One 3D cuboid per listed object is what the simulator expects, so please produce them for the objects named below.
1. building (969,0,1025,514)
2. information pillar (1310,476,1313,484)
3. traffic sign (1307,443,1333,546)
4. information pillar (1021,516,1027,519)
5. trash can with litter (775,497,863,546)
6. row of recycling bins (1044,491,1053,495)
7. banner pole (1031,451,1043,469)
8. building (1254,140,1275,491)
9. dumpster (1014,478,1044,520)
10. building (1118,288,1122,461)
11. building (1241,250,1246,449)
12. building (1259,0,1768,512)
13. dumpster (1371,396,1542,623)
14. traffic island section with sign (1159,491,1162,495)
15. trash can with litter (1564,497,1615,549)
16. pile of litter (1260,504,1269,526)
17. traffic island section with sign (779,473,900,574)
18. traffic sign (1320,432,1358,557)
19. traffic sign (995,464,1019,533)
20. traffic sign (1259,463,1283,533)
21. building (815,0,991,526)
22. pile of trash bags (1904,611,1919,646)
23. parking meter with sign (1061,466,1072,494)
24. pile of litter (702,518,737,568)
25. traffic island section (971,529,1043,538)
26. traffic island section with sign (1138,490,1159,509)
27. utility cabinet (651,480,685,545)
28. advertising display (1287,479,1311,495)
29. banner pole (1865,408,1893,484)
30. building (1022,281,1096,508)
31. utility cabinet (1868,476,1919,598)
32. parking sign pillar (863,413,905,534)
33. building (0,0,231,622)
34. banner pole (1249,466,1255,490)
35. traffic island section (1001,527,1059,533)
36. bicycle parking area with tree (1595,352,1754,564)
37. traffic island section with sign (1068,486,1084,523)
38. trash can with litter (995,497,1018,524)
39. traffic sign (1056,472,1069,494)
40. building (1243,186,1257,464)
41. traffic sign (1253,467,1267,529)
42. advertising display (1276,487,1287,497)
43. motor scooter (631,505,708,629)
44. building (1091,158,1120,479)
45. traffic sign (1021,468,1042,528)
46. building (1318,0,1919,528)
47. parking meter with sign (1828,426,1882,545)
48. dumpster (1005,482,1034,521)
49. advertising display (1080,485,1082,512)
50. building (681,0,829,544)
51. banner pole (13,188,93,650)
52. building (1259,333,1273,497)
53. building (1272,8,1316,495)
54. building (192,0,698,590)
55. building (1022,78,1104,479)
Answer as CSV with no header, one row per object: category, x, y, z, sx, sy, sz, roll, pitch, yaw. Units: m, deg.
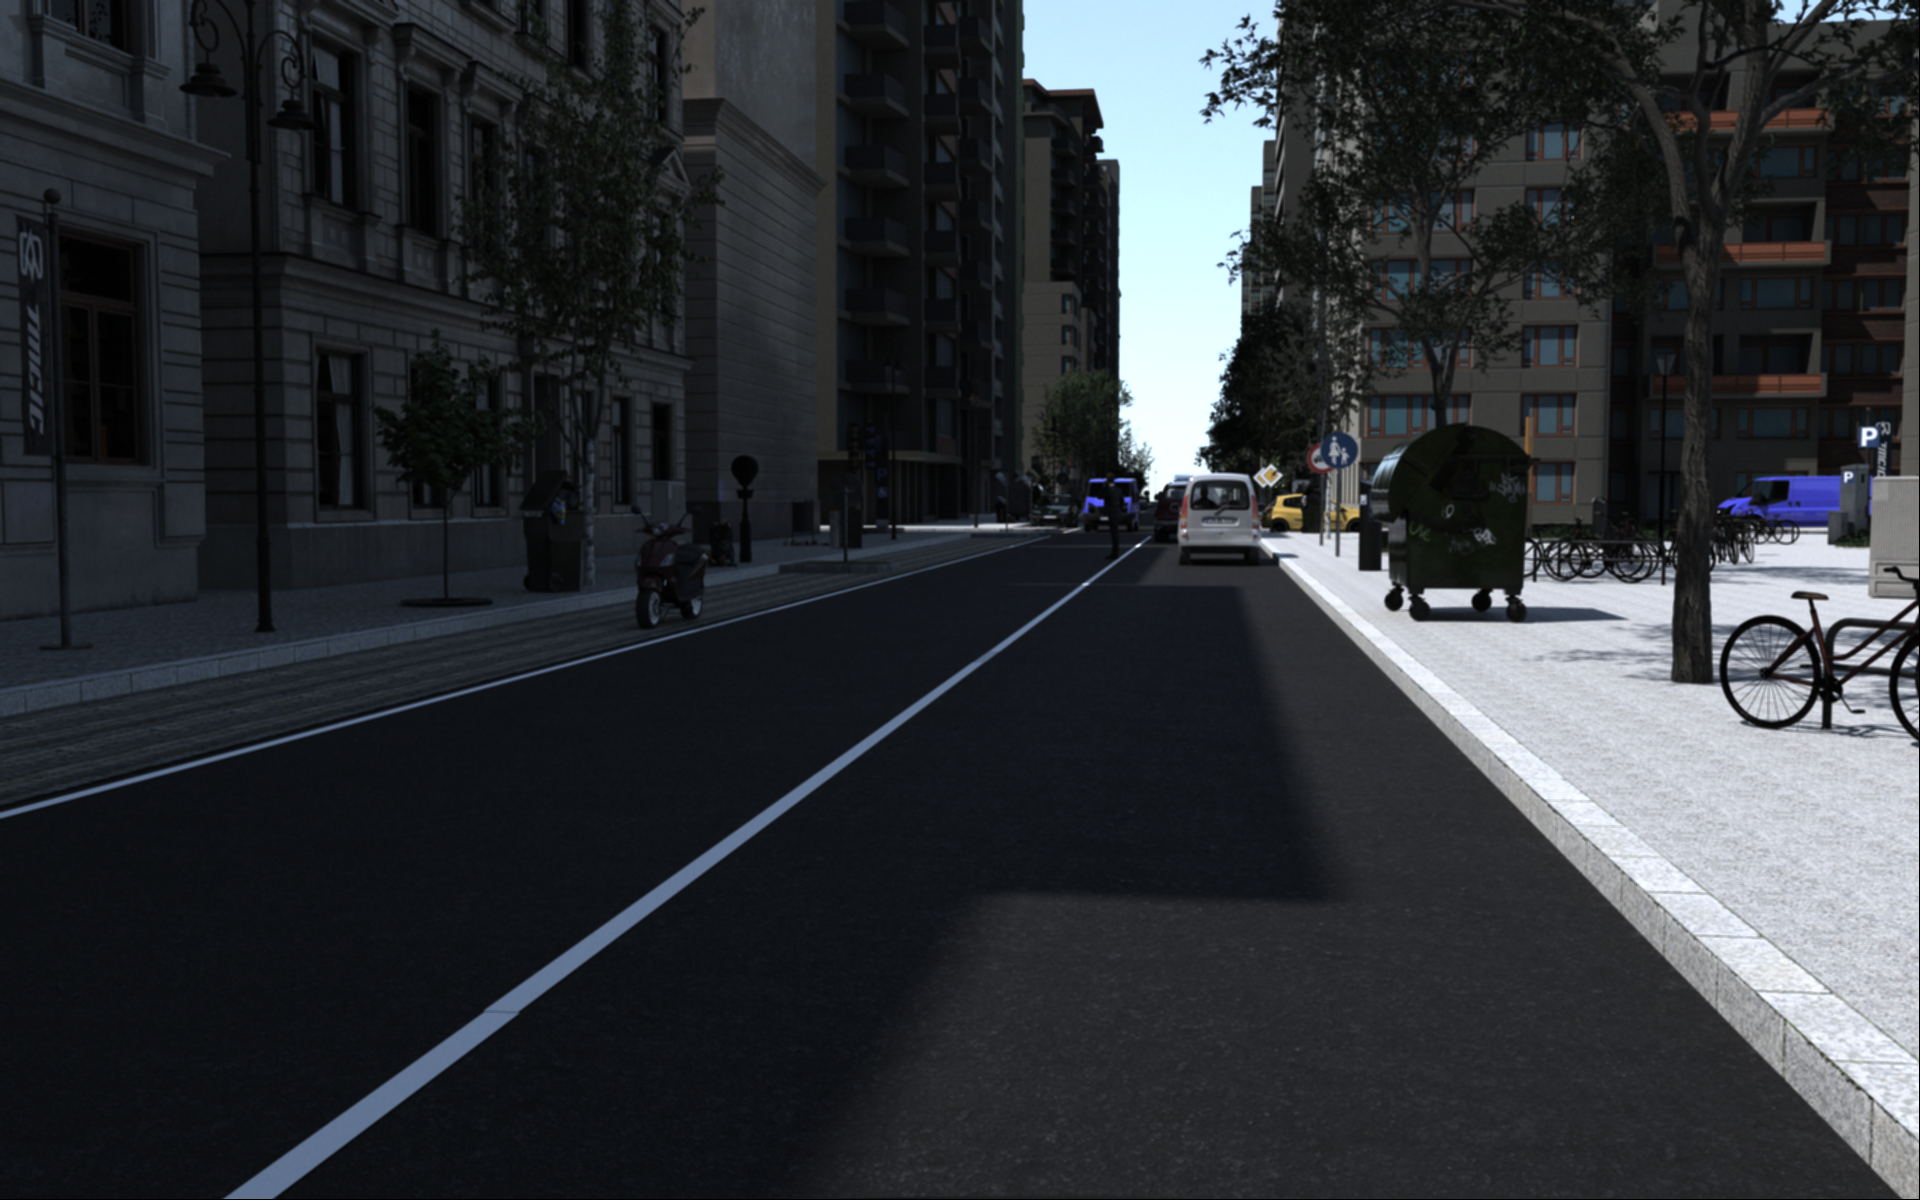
building,-3.529,-26.245,112.702,14.154,41.232,14.086,1,4,8
information pillar,17.440,-5.785,85.937,0.183,3.616,0.504,1,4,17
traffic sign,9.011,-2.629,43.097,0.768,2.556,0.104,1,4,9
information pillar,3.363,-5.288,90.954,0.304,2.012,0.304,1,4,14
trash can with litter,-3.527,-1.969,43.249,2.233,1.210,1.678,-1,4,-9
row of recycling bins,5.532,-7.798,134.607,3.534,1.692,1.069,1,4,18
banner pole,4.548,-6.774,100.766,0.863,3.779,0.401,0,4,8
building,42.140,-31.705,201.974,14.154,41.232,14.086,1,4,8
dumpster,3.266,-4.994,84.142,1.502,2.255,1.985,1,4,8
building,13.900,-36.490,288.490,32.217,40.220,23.993,1,4,8
building,53.695,-36.961,287.900,14.154,41.232,14.086,1,4,8
building,37.491,-26.206,120.345,32.217,40.220,23.993,1,4,8
dumpster,5.142,-0.953,18.079,1.502,2.255,1.985,1,4,8
traffic island section with sign,28.586,-14.529,246.178,1.989,1.847,2.006,1,4,8
trash can with litter,14.917,-1.847,41.251,2.233,1.210,1.678,-3,4,-38
pile of litter,12.494,-3.433,70.098,1.176,0.858,1.719,1,4,14
traffic island section with sign,-2.161,-1.428,31.983,1.989,1.847,2.006,1,4,8
traffic sign,7.742,-2.160,35.429,0.768,2.556,0.104,1,4,18
traffic sign,1.562,-3.302,57.628,0.795,2.450,0.064,1,4,8
traffic sign,10.116,-3.226,56.384,0.795,2.450,0.064,1,4,8
building,-10.219,-26.221,83.344,22.147,44.769,28.867,1,4,8
pile of trash bags,9.846,-0.304,14.728,3.447,1.369,1.912,-2,4,-28
parking meter with sign,6.487,-6.646,104.926,0.543,3.016,1.738,0,4,-3
pile of litter,-4.506,-1.035,30.884,1.176,0.858,1.719,0,4,5
traffic island section,1.538,-2.166,57.693,2.009,0.180,2.903,1,4,8
traffic island section with sign,20.623,-11.134,190.675,1.989,1.847,2.006,1,4,8
utility cabinet,-4.804,-1.220,28.620,0.318,1.500,1.173,0,4,4
advertising display,14.404,-4.166,73.332,0.974,1.923,0.123,-1,4,-23
banner pole,26.476,-3.674,50.090,0.863,3.779,0.401,2,4,31
building,-2.424,-19.095,157.237,27.650,21.520,28.899,1,4,8
utility cabinet,11.782,-0.761,21.129,1.173,1.500,0.318,2,4,35
parking sign pillar,-2.549,-4.181,56.835,1.447,3.967,1.447,0,4,-2
building,-15.401,-10.701,11.117,11.583,22.565,21.152,1,4,8
banner pole,21.265,-8.321,126.065,0.863,3.779,0.401,1,4,9
traffic island section,2.672,-2.649,65.597,2.009,0.180,2.903,1,4,8
bicycle parking area with tree,16.786,-2.898,34.389,8.231,4.147,9.016,2,4,33
traffic island section with sign,5.834,-4.830,87.590,1.989,1.847,2.006,1,4,8
trash can with litter,2.053,-3.938,75.779,1.055,1.170,0.624,3,4,37
traffic sign,5.976,-6.176,101.086,0.768,2.556,0.104,1,4,12
building,45.600,-33.476,230.921,14.154,41.232,14.086,1,4,8
traffic sign,11.251,-3.709,64.289,0.795,2.450,0.064,1,4,8
advertising display,17.078,-5.302,91.908,0.123,1.923,0.974,3,5,41
motor scooter,-3.173,-0.385,19.064,0.815,1.314,1.986,1,4,9
building,11.560,-31.978,206.426,14.154,41.232,14.086,1,4,8
traffic sign,2.697,-3.785,65.532,0.795,2.450,0.064,1,4,8
building,31.223,-14.113,75.792,28.899,21.520,27.650,1,4,8
parking meter with sign,22.727,-2.924,44.067,1.738,3.016,0.543,-3,4,-38
dumpster,2.808,-4.663,81.994,1.264,1.857,1.865,1,4,8
advertising display,8.995,-7.488,127.646,0.123,1.923,0.974,1,4,11
building,-17.263,-15.499,50.668,25.104,27.353,12.463,1,4,8
banner pole,-7.426,-1.471,14.071,0.401,3.779,0.863,0,4,-3
building,45.226,-20.515,180.464,27.650,21.520,28.899,1,4,8
building,39.199,-32.450,154.259,21.300,48.544,21.600,1,4,8
building,-12.283,-10.246,32.157,10.561,19.102,19.286,1,4,8
building,3.877,-32.479,185.656,22.147,44.769,28.867,1,4,8
